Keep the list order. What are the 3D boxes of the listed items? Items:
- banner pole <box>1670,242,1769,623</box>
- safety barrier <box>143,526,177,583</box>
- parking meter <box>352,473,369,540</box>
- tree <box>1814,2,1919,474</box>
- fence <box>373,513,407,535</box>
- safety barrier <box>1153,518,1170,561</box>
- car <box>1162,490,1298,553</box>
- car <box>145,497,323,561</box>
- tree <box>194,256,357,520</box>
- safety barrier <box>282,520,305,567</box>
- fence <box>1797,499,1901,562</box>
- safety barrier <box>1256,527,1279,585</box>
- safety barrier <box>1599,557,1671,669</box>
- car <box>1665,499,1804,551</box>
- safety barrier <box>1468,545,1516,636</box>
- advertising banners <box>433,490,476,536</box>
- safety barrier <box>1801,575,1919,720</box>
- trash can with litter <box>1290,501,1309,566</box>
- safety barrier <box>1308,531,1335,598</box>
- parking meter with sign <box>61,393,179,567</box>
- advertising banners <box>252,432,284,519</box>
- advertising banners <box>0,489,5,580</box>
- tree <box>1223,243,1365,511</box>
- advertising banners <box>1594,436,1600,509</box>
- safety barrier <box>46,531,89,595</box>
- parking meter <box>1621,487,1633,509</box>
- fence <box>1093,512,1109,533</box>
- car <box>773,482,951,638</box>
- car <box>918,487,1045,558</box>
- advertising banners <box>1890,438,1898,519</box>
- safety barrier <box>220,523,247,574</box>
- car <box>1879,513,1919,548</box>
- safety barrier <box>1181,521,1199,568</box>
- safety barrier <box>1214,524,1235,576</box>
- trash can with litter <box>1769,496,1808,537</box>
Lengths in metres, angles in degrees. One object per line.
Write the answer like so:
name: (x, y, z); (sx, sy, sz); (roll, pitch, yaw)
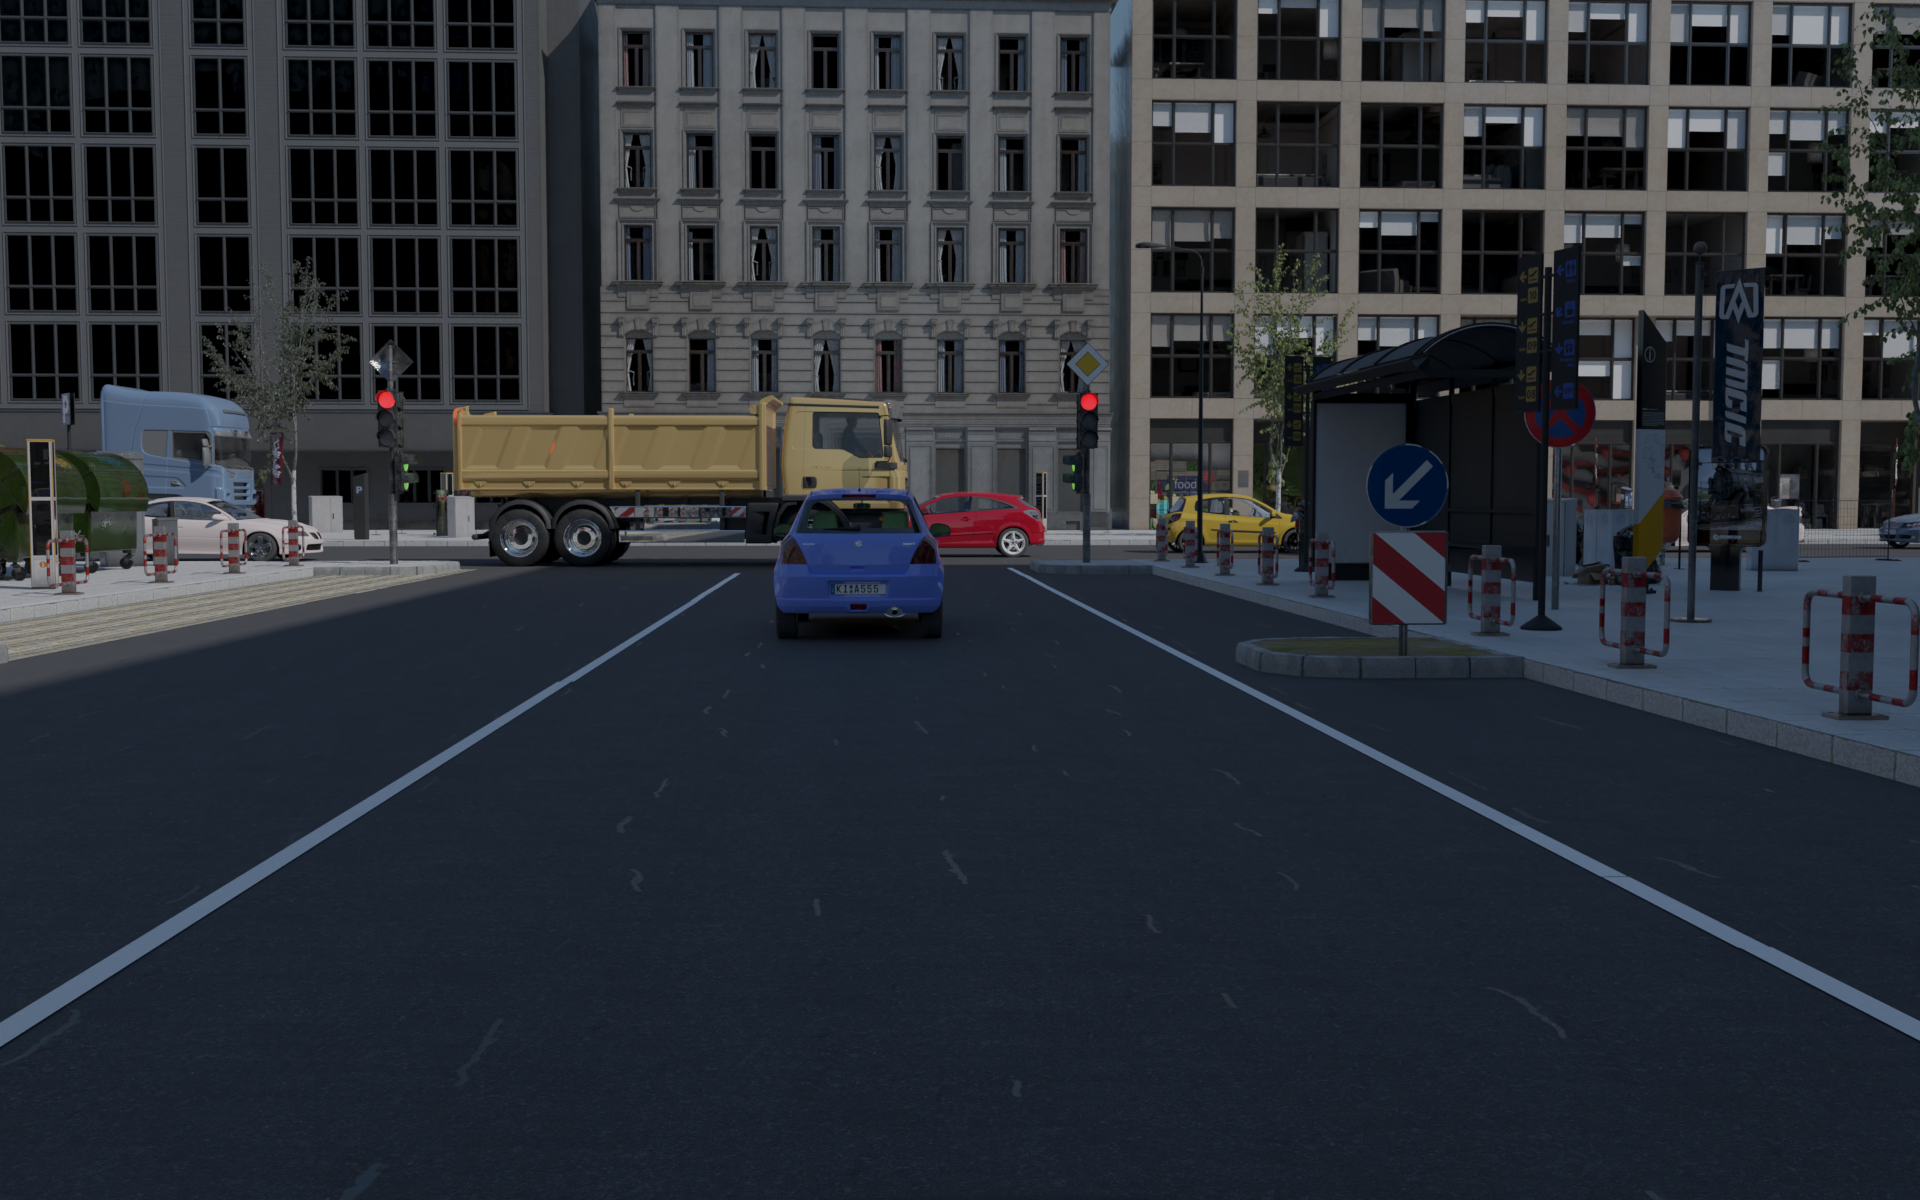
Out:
banner pole: (7.512, -1.659, 17.137); (0.863, 3.779, 0.401); (3, 5, 43)
safety barrier: (-11.506, -0.652, 24.930); (0.300, 0.817, 1.120); (0, 4, -3)
parking meter: (-16.834, -2.626, 48.643); (0.399, 1.863, 0.255); (0, 4, 2)
tree: (13.837, -4.509, 24.092); (4.737, 8.622, 4.395); (0, 3, 0)
fence: (-18.136, -2.424, 55.010); (0.278, 0.683, 2.069); (0, 4, 5)
safety barrier: (3.848, -1.147, 33.035); (0.300, 0.817, 1.120); (0, 4, -3)
car: (6.901, -1.984, 42.663); (3.980, 1.641, 2.015); (0, 4, -3)
car: (-16.227, -1.523, 37.268); (4.827, 1.381, 2.083); (0, 4, -3)
tree: (-20.713, -6.279, 53.024); (4.360, 8.622, 3.978); (0, 3, 0)
safety barrier: (-11.824, -1.006, 30.722); (0.300, 0.817, 1.120); (0, 4, -3)
fence: (16.849, -1.335, 33.023); (2.264, 1.192, 0.480); (-1, 4, -15)
safety barrier: (4.331, -0.617, 24.367); (0.300, 0.817, 1.120); (0, 4, -3)
safety barrier: (4.968, 0.091, 12.781); (0.300, 0.817, 1.120); (0, 4, -3)
car: (18.482, -1.886, 43.203); (4.827, 1.381, 2.083); (0, 4, -3)
safety barrier: (4.804, -0.085, 15.668); (0.300, 0.817, 1.120); (0, 4, -3)
advertising banners: (-15.309, -3.488, 53.211); (0.090, 3.025, 2.074); (3, 4, 37)
safety barrier: (5.123, 0.268, 9.887); (0.300, 0.817, 1.120); (0, 4, -3)
trash can with litter: (6.353, -1.155, 30.266); (1.055, 1.170, 0.624); (-1, 4, -14)
safety barrier: (4.484, -0.440, 21.465); (0.300, 0.817, 1.120); (0, 4, -3)
parking meter with sign: (-14.804, -2.100, 30.588); (1.738, 3.016, 0.543); (-3, 5, -40)
advertising banners: (-19.931, -3.240, 49.166); (2.074, 3.025, 0.090); (2, 4, 25)
advertising banners: (-13.975, -1.701, 23.992); (0.090, 3.025, 2.074); (0, 4, 5)
tree: (9.803, -6.217, 52.006); (4.737, 8.622, 4.395); (0, 3, 0)
advertising banners: (18.965, -3.387, 51.569); (0.090, 3.025, 2.074); (1, 4, 17)
safety barrier: (-11.348, -0.475, 22.037); (0.300, 0.817, 1.120); (0, 4, -3)
parking meter: (22.478, -3.059, 58.419); (0.372, 1.533, 0.369); (0, 3, 0)
fence: (4.602, -2.652, 58.741); (0.278, 0.683, 2.069); (-1, 4, -19)
car: (-1.053, -0.547, 18.529); (1.945, 1.707, 3.694); (0, 4, -2)
car: (-0.280, -1.883, 39.834); (4.494, 1.783, 2.155); (0, 4, -3)
advertising banners: (28.948, -3.517, 53.690); (0.090, 3.025, 2.074); (2, 4, 32)
safety barrier: (-11.663, -0.828, 27.818); (0.300, 0.817, 1.120); (0, 4, -3)
car: (26.605, -2.054, 45.579); (4.499, 1.417, 2.014); (0, 4, -4)
safety barrier: (4.007, -0.970, 30.143); (0.300, 0.817, 1.120); (0, 4, -3)
safety barrier: (4.169, -0.794, 27.255); (0.300, 0.817, 1.120); (0, 4, -3)
trash can with litter: (24.706, -2.492, 51.805); (2.233, 1.210, 1.678); (-2, 4, -32)
